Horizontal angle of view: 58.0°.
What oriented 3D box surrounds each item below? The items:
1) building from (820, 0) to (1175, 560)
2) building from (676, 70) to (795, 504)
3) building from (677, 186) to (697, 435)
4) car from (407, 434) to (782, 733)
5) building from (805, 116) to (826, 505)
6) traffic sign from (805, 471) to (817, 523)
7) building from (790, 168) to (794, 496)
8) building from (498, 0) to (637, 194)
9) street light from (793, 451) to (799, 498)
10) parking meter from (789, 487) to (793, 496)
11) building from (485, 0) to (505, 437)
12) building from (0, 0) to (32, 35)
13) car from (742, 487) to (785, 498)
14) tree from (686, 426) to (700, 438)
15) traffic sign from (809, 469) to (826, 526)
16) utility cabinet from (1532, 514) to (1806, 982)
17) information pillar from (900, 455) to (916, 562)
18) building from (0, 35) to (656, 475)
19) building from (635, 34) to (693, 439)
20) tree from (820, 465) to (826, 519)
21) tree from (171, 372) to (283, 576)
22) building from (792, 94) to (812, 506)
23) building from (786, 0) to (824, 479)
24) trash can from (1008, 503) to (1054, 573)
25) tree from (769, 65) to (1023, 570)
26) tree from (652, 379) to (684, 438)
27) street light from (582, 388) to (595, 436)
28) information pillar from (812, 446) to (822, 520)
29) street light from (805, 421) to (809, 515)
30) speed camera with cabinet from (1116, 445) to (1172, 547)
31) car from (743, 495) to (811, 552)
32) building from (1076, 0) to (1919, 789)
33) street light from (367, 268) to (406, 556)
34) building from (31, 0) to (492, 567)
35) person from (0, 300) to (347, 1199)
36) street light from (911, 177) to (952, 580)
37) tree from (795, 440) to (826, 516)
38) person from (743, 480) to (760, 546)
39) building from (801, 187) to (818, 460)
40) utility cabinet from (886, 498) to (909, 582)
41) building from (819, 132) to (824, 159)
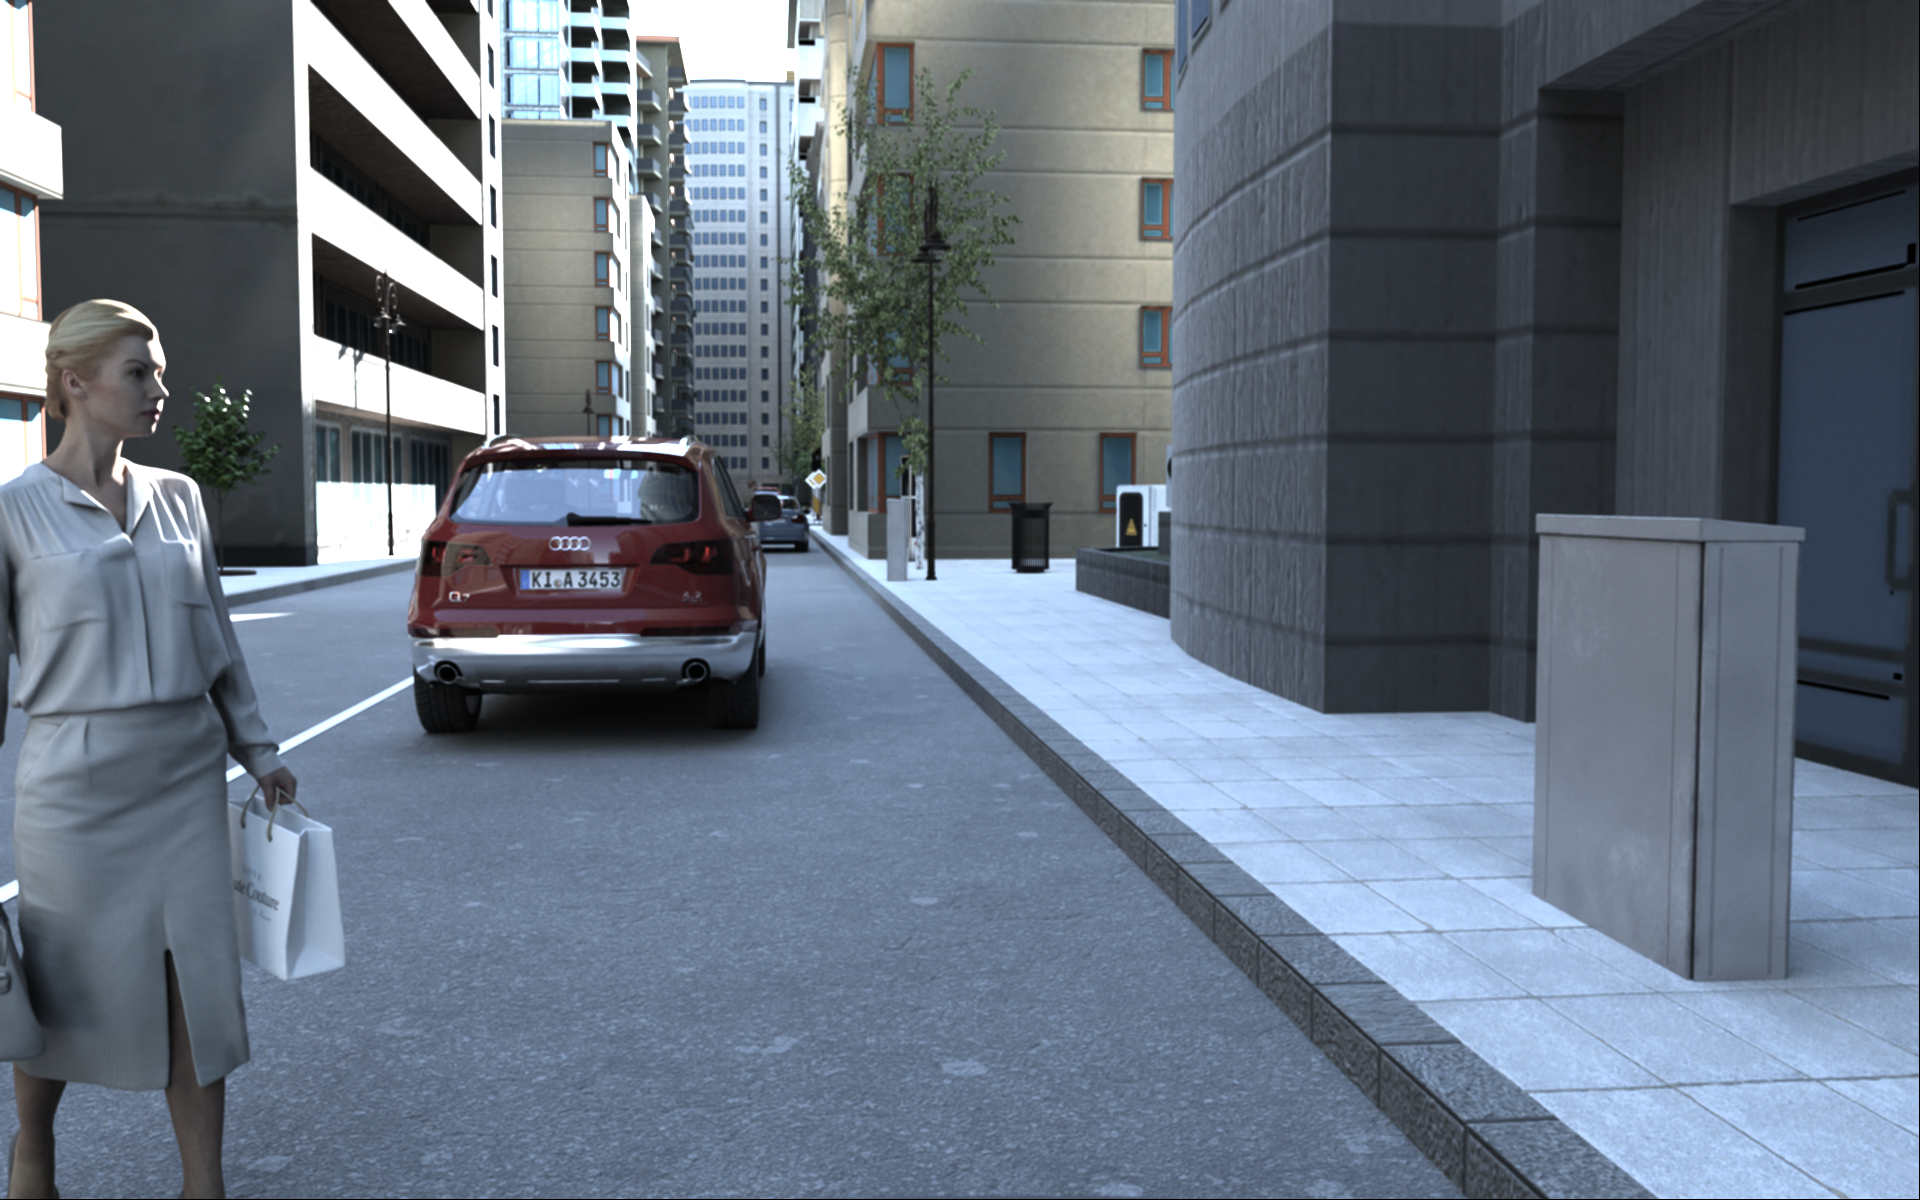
[{"bbox_3d":[10.354,-12.479,49.070,27.650,21.520,28.899,0,4,-6],"label":"building"},{"bbox_3d":[-31.468,-42.875,243.007,28.212,58.520,21.231,0,4,-6],"label":"building"},{"bbox_3d":[-44.003,-31.583,208.271,23.993,40.220,32.217,0,4,-6],"label":"building"},{"bbox_3d":[-2.383,-0.204,12.016,2.281,1.827,5.304,0,4,-6],"label":"car"},{"bbox_3d":[-3.052,-20.122,116.388,14.401,28.519,23.554,0,4,-6],"label":"building"},{"bbox_3d":[-6.453,-4.453,76.445,0.795,2.450,0.064,0,4,-6],"label":"traffic sign"},{"bbox_3d":[-14.442,-32.813,220.090,14.154,41.232,14.086,0,4,-6],"label":"building"},{"bbox_3d":[-34.521,-49.927,128.983,22.319,86.520,31.000,0,4,-6],"label":"building"},{"bbox_3d":[-14.230,-10.864,150.411,0.468,5.910,1.993,0,4,-6],"label":"street light"},{"bbox_3d":[-14.251,-8.595,146.235,0.255,1.863,0.399,-1,4,-12],"label":"parking meter"},{"bbox_3d":[-23.605,-17.635,60.028,14.107,30.474,14.160,0,4,-6],"label":"building"},{"bbox_3d":[-23.487,-9.825,5.674,27.650,21.520,28.899,0,4,-6],"label":"building"},{"bbox_3d":[-10.258,-5.007,90.538,2.281,1.827,5.304,0,4,-8],"label":"car"},{"bbox_3d":[-29.398,-14.338,184.791,4.360,8.622,3.978,0,3,0],"label":"tree"},{"bbox_3d":[-5.574,-3.967,68.508,0.795,2.450,0.064,0,4,-6],"label":"traffic sign"},{"bbox_3d":[2.022,0.375,5.037,0.306,1.237,1.020,0,4,-5],"label":"utility cabinet"},{"bbox_3d":[-0.924,-1.745,33.028,0.304,2.012,0.304,-3,5,-39],"label":"information pillar"},{"bbox_3d":[-31.350,-15.178,93.207,27.650,21.520,28.899,0,4,-6],"label":"building"},{"bbox_3d":[-36.686,-31.071,162.633,22.147,44.769,28.867,0,4,-6],"label":"building"},{"bbox_3d":[-6.724,-5.833,89.967,1.663,3.219,1.824,0,3,0],"label":"tree"},{"bbox_3d":[-11.622,-2.012,27.506,1.663,3.219,1.824,0,3,0],"label":"tree"},{"bbox_3d":[-8.718,-35.404,202.552,21.300,48.544,21.600,0,4,-6],"label":"building"},{"bbox_3d":[-3.209,-36.023,178.217,28.713,52.752,27.495,0,4,-6],"label":"building"},{"bbox_3d":[1.148,-1.013,28.213,0.748,1.137,0.748,0,3,0],"label":"trash can"},{"bbox_3d":[-0.908,-4.817,29.112,4.737,8.622,4.395,0,3,0],"label":"tree"},{"bbox_3d":[-20.325,-9.873,111.780,4.360,8.622,3.978,0,3,0],"label":"tree"},{"bbox_3d":[-16.182,-6.286,75.564,0.468,5.910,1.993,0,4,-6],"label":"street light"},{"bbox_3d":[-7.006,-5.712,84.746,0.504,3.616,0.183,2,4,29],"label":"information pillar"},{"bbox_3d":[-9.489,-8.247,107.623,0.468,5.910,1.993,0,4,-6],"label":"street light"},{"bbox_3d":[3.653,-2.247,31.071,0.660,3.252,2.038,-2,4,-34],"label":"speed camera with cabinet"},{"bbox_3d":[-4.777,-1.957,44.004,2.014,1.417,4.499,0,4,-8],"label":"car"},{"bbox_3d":[12.328,-28.713,11.449,21.231,58.520,28.212,0,4,-6],"label":"building"},{"bbox_3d":[-11.753,-3.843,35.614,0.468,5.910,1.993,0,4,-6],"label":"street light"},{"bbox_3d":[-23.255,-25.355,38.264,21.300,48.544,21.600,0,4,-6],"label":"building"},{"bbox_3d":[-1.562,0.343,3.240,0.694,1.780,0.624,-3,4,-38],"label":"person"},{"bbox_3d":[-0.429,-3.234,25.664,0.468,5.910,1.993,0,4,-6],"label":"street light"},{"bbox_3d":[-7.961,-7.178,101.067,4.285,4.588,4.351,0,3,0],"label":"tree"},{"bbox_3d":[-4.842,-1.934,40.668,0.362,1.759,0.519,-3,5,-41],"label":"person"},{"bbox_3d":[-5.404,-21.194,140.036,14.314,27.812,24.014,0,4,-6],"label":"building"},{"bbox_3d":[-0.921,-0.897,25.834,0.306,1.237,1.020,0,4,0],"label":"utility cabinet"},{"bbox_3d":[4.094,-15.081,82.728,21.152,22.565,11.583,0,4,-6],"label":"building"}]
